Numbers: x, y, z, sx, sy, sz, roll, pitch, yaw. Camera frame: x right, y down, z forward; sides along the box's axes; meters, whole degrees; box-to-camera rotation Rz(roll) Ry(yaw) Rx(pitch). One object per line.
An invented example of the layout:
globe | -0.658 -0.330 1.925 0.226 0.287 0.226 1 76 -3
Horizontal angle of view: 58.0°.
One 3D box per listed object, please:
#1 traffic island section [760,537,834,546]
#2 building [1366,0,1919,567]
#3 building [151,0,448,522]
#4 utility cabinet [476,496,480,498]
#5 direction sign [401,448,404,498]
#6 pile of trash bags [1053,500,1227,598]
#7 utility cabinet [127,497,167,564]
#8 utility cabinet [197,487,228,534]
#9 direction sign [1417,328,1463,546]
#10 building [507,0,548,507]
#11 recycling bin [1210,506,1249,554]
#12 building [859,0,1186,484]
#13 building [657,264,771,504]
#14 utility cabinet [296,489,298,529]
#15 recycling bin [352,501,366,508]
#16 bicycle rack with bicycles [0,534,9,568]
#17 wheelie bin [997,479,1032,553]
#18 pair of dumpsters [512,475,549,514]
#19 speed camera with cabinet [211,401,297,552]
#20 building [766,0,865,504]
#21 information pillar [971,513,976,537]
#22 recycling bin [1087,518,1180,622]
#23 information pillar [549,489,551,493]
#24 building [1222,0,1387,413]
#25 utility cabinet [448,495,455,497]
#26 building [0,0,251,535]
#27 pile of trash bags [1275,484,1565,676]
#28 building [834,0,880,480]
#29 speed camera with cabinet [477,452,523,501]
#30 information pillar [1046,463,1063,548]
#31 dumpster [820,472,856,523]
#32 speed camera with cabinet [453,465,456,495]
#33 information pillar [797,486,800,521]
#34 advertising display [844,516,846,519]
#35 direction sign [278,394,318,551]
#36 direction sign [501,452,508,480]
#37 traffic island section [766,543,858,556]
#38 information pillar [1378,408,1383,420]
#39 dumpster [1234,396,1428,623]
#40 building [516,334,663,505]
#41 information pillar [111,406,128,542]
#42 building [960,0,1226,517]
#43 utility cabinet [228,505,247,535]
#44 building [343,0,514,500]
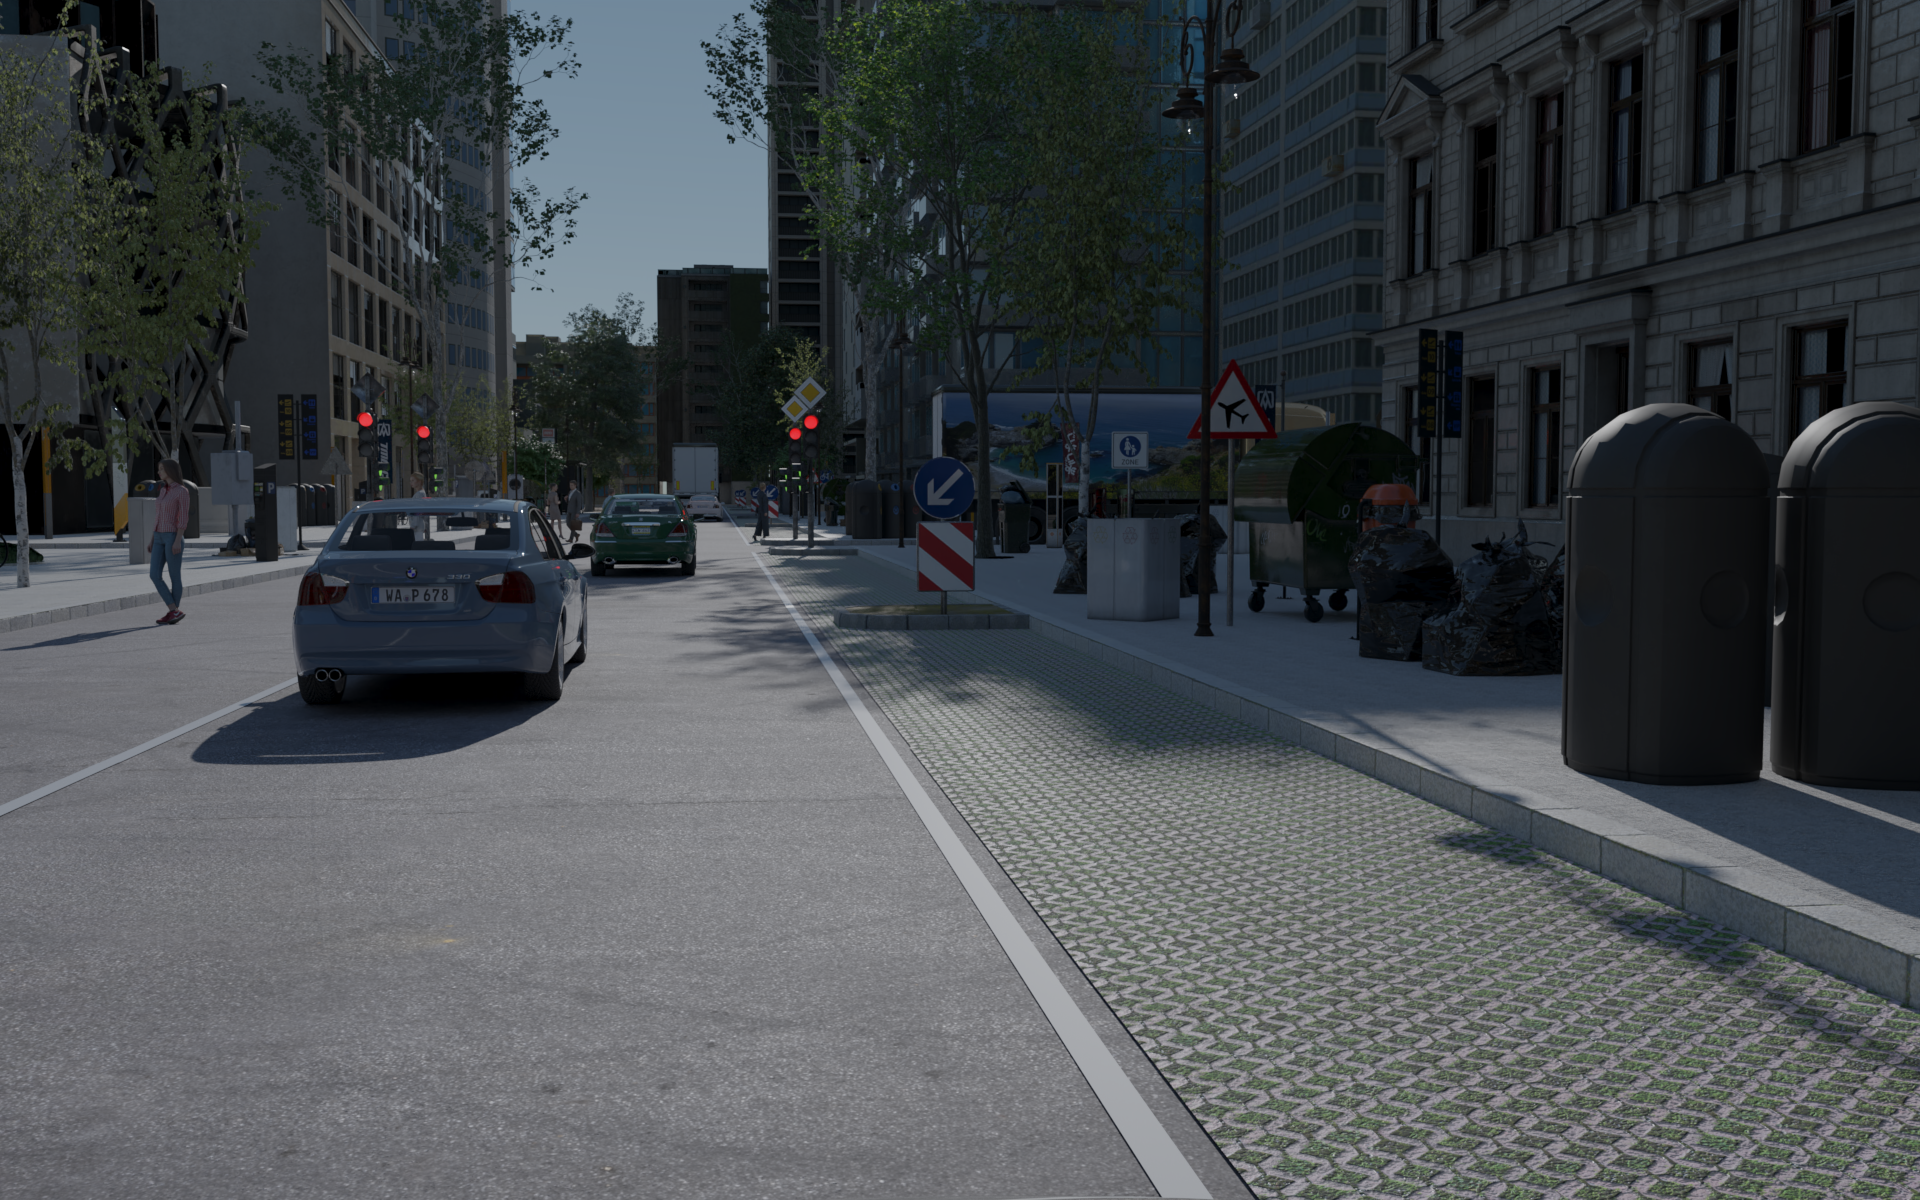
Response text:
traffic island section | -4.666 -1.655 49.348 2.009 0.180 2.903 0 4 -8
building | 14.100 -9.839 25.499 10.561 19.102 19.286 0 4 -8
building | -39.768 -17.560 91.625 19.350 26.468 34.151 0 4 -8
utility cabinet | -20.551 -3.809 73.446 0.306 1.237 1.020 -2 4 -25
direction sign | -27.469 -5.708 85.325 0.379 3.537 0.876 -1 4 -12
pile of trash bags | 2.806 -0.748 21.987 3.447 1.369 1.912 3 5 44
utility cabinet | -15.041 -1.281 32.111 0.306 1.237 1.020 0 4 -1
utility cabinet | -23.900 -2.853 55.317 1.173 1.500 0.318 -2 4 -26
direction sign | 6.637 -1.956 23.985 0.876 3.537 0.379 -2 4 -34
building | -57.573 -52.665 173.742 31.000 86.520 22.319 0 4 -8
recycling bin | 5.850 -1.518 37.379 0.722 1.027 0.722 3 4 37
building | 3.679 -32.474 150.552 23.786 49.044 30.456 0 4 -8
building | -31.467 -27.485 221.081 14.107 30.474 14.160 0 4 -8
utility cabinet | -24.042 -3.274 62.210 0.318 1.500 1.173 -2 4 -29
recycling bin | -20.581 -2.907 60.089 0.722 1.027 0.722 3 5 40
bicycle rack with bicycles | -17.157 -0.926 28.530 2.852 0.926 2.925 2 4 31
wheelie bin | 1.177 -1.818 37.633 0.693 1.594 0.980 -1 4 -12
pair of dumpsters | -21.117 -5.039 84.878 1.574 2.255 4.437 0 4 -8
speed camera with cabinet | -15.324 -2.647 37.609 0.660 3.252 2.038 1 4 18
building | -14.492 -48.174 225.895 20.611 71.187 20.563 0 4 -8
information pillar | 0.367 -3.679 51.506 0.183 3.616 0.504 0 4 0
recycling bin | 1.788 -0.322 17.819 0.722 1.027 0.722 3 4 38
information pillar | -27.413 -7.630 116.105 0.504 3.616 0.183 1 4 17
building | 24.944 -23.180 70.869 23.993 40.220 32.217 0 4 -8
utility cabinet | -33.313 -6.260 113.507 1.020 1.237 0.306 0 4 6
building | -34.482 -11.825 60.793 16.820 18.784 16.811 0 4 -8
pile of trash bags | 4.013 -0.254 13.900 1.912 1.369 3.447 -1 4 -11
building | 2.109 -36.151 180.305 28.713 52.752 27.495 0 4 -8
speed camera with cabinet | -21.472 -5.294 80.893 2.038 3.252 0.660 -1 4 -11
information pillar | 2.242 -2.235 41.036 0.304 2.012 0.304 2 4 27
dumpster | -5.405 -4.551 76.897 1.502 2.255 1.985 0 4 -8
speed camera with cabinet | -33.705 -7.453 116.194 0.660 3.252 2.038 -1 4 -14
information pillar | -7.924 -4.865 84.038 0.304 2.012 0.304 0 4 -7
advertising display | -5.611 -4.898 85.288 0.123 1.923 0.974 -1 4 -13
direction sign | -15.013 -2.895 39.333 0.876 3.537 0.379 0 4 0
direction sign | -24.789 -6.262 94.382 0.379 3.537 0.876 0 4 6
traffic island section | -3.544 -1.172 41.442 2.009 0.180 2.903 0 4 -8
information pillar | 10.538 -3.175 43.258 0.183 3.616 0.504 -1 4 -15
dumpster | 3.822 -0.950 18.028 1.502 2.255 1.985 0 4 -8
building | -53.684 -23.231 224.870 28.899 21.520 27.650 0 4 -8
information pillar | -22.427 -3.356 46.225 0.504 3.616 0.183 2 4 29
building | 7.882 -29.944 109.193 23.786 49.044 30.456 0 4 -8
utility cabinet | -22.299 -2.625 54.074 1.020 1.237 0.306 -2 4 -27
building | -46.858 -36.112 132.430 21.231 58.520 28.212 0 4 -8
